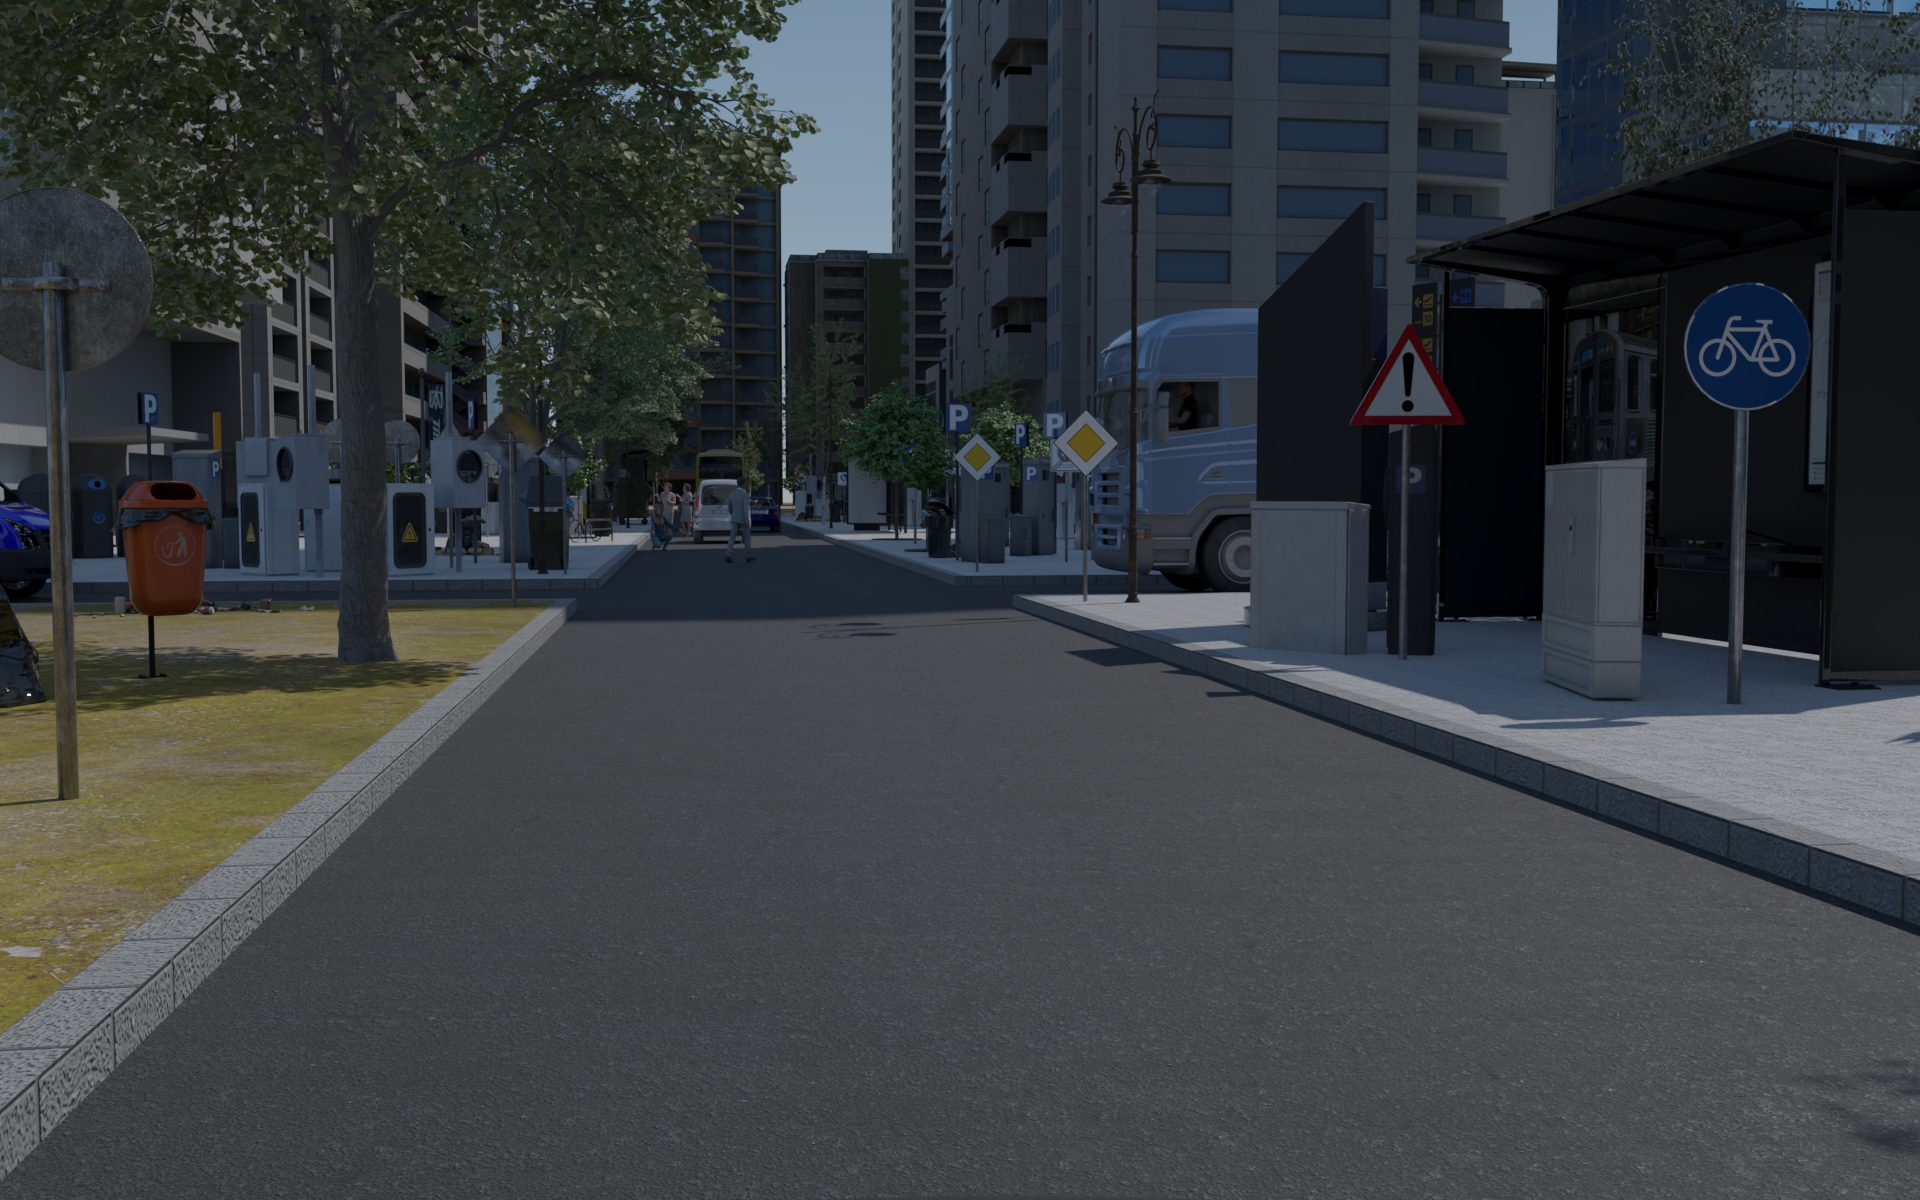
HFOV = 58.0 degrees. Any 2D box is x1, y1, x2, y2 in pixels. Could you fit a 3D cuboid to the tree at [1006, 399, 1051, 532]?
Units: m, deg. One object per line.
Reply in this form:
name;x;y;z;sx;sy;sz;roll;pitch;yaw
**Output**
tree;1.643;-4.650;59.737;4.285;4.588;4.351;0;3;0

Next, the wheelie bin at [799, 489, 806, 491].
wheelie bin;-8.900;-5.611;99.654;0.980;1.594;0.693;1;4;15

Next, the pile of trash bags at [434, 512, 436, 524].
pile of trash bags;-12.856;-1.806;39.280;1.912;1.369;3.447;-2;4;-26

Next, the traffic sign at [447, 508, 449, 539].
traffic sign;-13.897;-2.870;47.027;0.768;2.556;0.104;0;4;-1

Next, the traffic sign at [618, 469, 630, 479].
traffic sign;-16.999;-5.331;87.273;0.768;2.556;0.104;0;4;-6

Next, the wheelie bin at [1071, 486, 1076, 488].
wheelie bin;4.629;-3.828;70.491;0.980;1.594;0.693;2;4;25

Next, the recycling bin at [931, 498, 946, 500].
recycling bin;-1.300;-5.404;100.905;0.722;1.027;0.722;2;4;33

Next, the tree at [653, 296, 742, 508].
tree;-26.614;-18.413;156.937;12.611;20.169;13.585;0;3;0

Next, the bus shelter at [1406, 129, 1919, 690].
bus shelter;5.748;-1.415;14.414;1.731;3.624;6.357;-1;4;-9

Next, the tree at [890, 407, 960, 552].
tree;-0.801;-2.693;38.636;1.663;3.219;1.824;0;3;0

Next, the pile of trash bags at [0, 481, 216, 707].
pile of trash bags;-6.422;-0.069;10.885;1.912;1.369;3.447;3;5;42

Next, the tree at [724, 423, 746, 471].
tree;-20.797;-13.422;169.817;4.737;8.622;4.395;0;3;0

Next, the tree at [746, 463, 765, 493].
tree;-21.536;-11.704;175.070;4.285;4.588;4.351;0;3;0

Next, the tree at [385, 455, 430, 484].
tree;-16.882;-3.556;52.742;1.663;3.219;1.824;0;3;0

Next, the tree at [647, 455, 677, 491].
tree;-28.757;-13.326;168.237;4.360;8.622;3.978;0;3;0

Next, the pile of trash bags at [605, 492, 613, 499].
pile of trash bags;-18.469;-4.530;83.825;3.447;1.369;1.912;1;4;10

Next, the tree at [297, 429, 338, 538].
tree;-19.582;-3.470;51.334;1.663;3.219;1.824;0;3;0

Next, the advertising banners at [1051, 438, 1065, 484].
advertising banners;3.297;-3.016;45.501;2.074;3.025;0.090;-1;4;-18

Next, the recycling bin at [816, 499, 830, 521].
recycling bin;-6.454;-4.286;82.630;0.722;1.027;0.722;1;4;9

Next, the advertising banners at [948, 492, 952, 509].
advertising banners;0.185;-6.362;100.211;2.074;3.025;0.090;2;4;29

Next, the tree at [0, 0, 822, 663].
tree;-5.047;-5.808;13.082;7.486;12.596;7.792;0;3;0

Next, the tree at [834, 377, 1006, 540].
tree;-1.694;-3.960;48.464;4.285;4.588;4.351;0;3;0

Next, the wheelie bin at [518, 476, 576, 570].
wheelie bin;-7.003;-1.316;29.424;0.980;1.594;0.693;0;4;-2

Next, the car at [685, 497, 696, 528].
car;-10.979;-3.785;74.468;1.945;1.354;3.894;-1;4;-10

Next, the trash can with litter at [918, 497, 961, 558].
trash can with litter;-0.307;-1.443;34.983;0.624;1.170;1.055;3;4;38

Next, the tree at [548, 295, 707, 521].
tree;-15.902;-8.949;80.723;7.601;10.594;8.767;1;4;17

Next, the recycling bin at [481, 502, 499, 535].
recycling bin;-14.864;-2.576;54.676;0.722;1.027;0.722;1;4;10

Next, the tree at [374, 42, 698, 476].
tree;-9.859;-7.013;40.419;9.928;11.665;9.643;0;3;0

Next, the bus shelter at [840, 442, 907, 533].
bus shelter;-2.844;-3.956;58.610;2.014;3.302;5.546;-1;4;-9

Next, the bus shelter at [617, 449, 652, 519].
bus shelter;-17.006;-6.097;90.975;1.731;3.624;6.357;-1;4;-9

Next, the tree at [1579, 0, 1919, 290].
tree;8.818;-4.215;19.284;4.360;8.622;3.978;0;3;0

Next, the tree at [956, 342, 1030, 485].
tree;1.566;-8.121;83.139;4.737;8.622;4.395;0;3;0

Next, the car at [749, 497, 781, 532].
car;-7.762;-3.261;65.903;1.945;1.354;3.894;-1;4;-10

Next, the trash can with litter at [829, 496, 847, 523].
trash can with litter;-5.385;-4.086;78.195;1.055;1.170;0.624;1;4;15

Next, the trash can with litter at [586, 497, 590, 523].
trash can with litter;-16.408;-3.931;75.662;0.624;1.170;1.055;0;4;5

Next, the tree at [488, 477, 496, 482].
tree;-20.684;-4.859;74.042;1.663;3.219;1.824;0;3;0

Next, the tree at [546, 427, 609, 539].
tree;-11.170;-3.390;50.033;1.663;3.219;1.824;0;3;0

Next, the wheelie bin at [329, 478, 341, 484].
wheelie bin;-12.463;-1.650;34.884;0.980;1.594;0.693;-3;4;-38

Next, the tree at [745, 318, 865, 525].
tree;-5.834;-7.449;72.149;4.737;8.622;4.395;0;3;0

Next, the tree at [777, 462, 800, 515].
tree;-10.059;-6.773;105.341;1.663;3.219;1.824;0;3;0

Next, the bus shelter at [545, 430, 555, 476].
bus shelter;-16.252;-4.557;65.788;1.731;3.624;6.357;-1;4;-9

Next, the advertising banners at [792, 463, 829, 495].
advertising banners;-8.483;-6.230;98.048;2.074;3.025;0.090;0;4;2

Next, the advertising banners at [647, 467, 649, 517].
advertising banners;-17.835;-6.283;98.909;0.090;3.025;2.074;-1;4;-11

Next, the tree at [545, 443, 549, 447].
tree;-23.827;-6.874;96.108;4.285;4.588;4.351;0;3;0

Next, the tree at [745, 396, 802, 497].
tree;-14.162;-10.965;129.641;4.360;8.622;3.978;0;3;0

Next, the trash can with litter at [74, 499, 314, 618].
trash can with litter;-8.216;-0.470;18.745;2.233;1.210;1.678;0;4;-6
